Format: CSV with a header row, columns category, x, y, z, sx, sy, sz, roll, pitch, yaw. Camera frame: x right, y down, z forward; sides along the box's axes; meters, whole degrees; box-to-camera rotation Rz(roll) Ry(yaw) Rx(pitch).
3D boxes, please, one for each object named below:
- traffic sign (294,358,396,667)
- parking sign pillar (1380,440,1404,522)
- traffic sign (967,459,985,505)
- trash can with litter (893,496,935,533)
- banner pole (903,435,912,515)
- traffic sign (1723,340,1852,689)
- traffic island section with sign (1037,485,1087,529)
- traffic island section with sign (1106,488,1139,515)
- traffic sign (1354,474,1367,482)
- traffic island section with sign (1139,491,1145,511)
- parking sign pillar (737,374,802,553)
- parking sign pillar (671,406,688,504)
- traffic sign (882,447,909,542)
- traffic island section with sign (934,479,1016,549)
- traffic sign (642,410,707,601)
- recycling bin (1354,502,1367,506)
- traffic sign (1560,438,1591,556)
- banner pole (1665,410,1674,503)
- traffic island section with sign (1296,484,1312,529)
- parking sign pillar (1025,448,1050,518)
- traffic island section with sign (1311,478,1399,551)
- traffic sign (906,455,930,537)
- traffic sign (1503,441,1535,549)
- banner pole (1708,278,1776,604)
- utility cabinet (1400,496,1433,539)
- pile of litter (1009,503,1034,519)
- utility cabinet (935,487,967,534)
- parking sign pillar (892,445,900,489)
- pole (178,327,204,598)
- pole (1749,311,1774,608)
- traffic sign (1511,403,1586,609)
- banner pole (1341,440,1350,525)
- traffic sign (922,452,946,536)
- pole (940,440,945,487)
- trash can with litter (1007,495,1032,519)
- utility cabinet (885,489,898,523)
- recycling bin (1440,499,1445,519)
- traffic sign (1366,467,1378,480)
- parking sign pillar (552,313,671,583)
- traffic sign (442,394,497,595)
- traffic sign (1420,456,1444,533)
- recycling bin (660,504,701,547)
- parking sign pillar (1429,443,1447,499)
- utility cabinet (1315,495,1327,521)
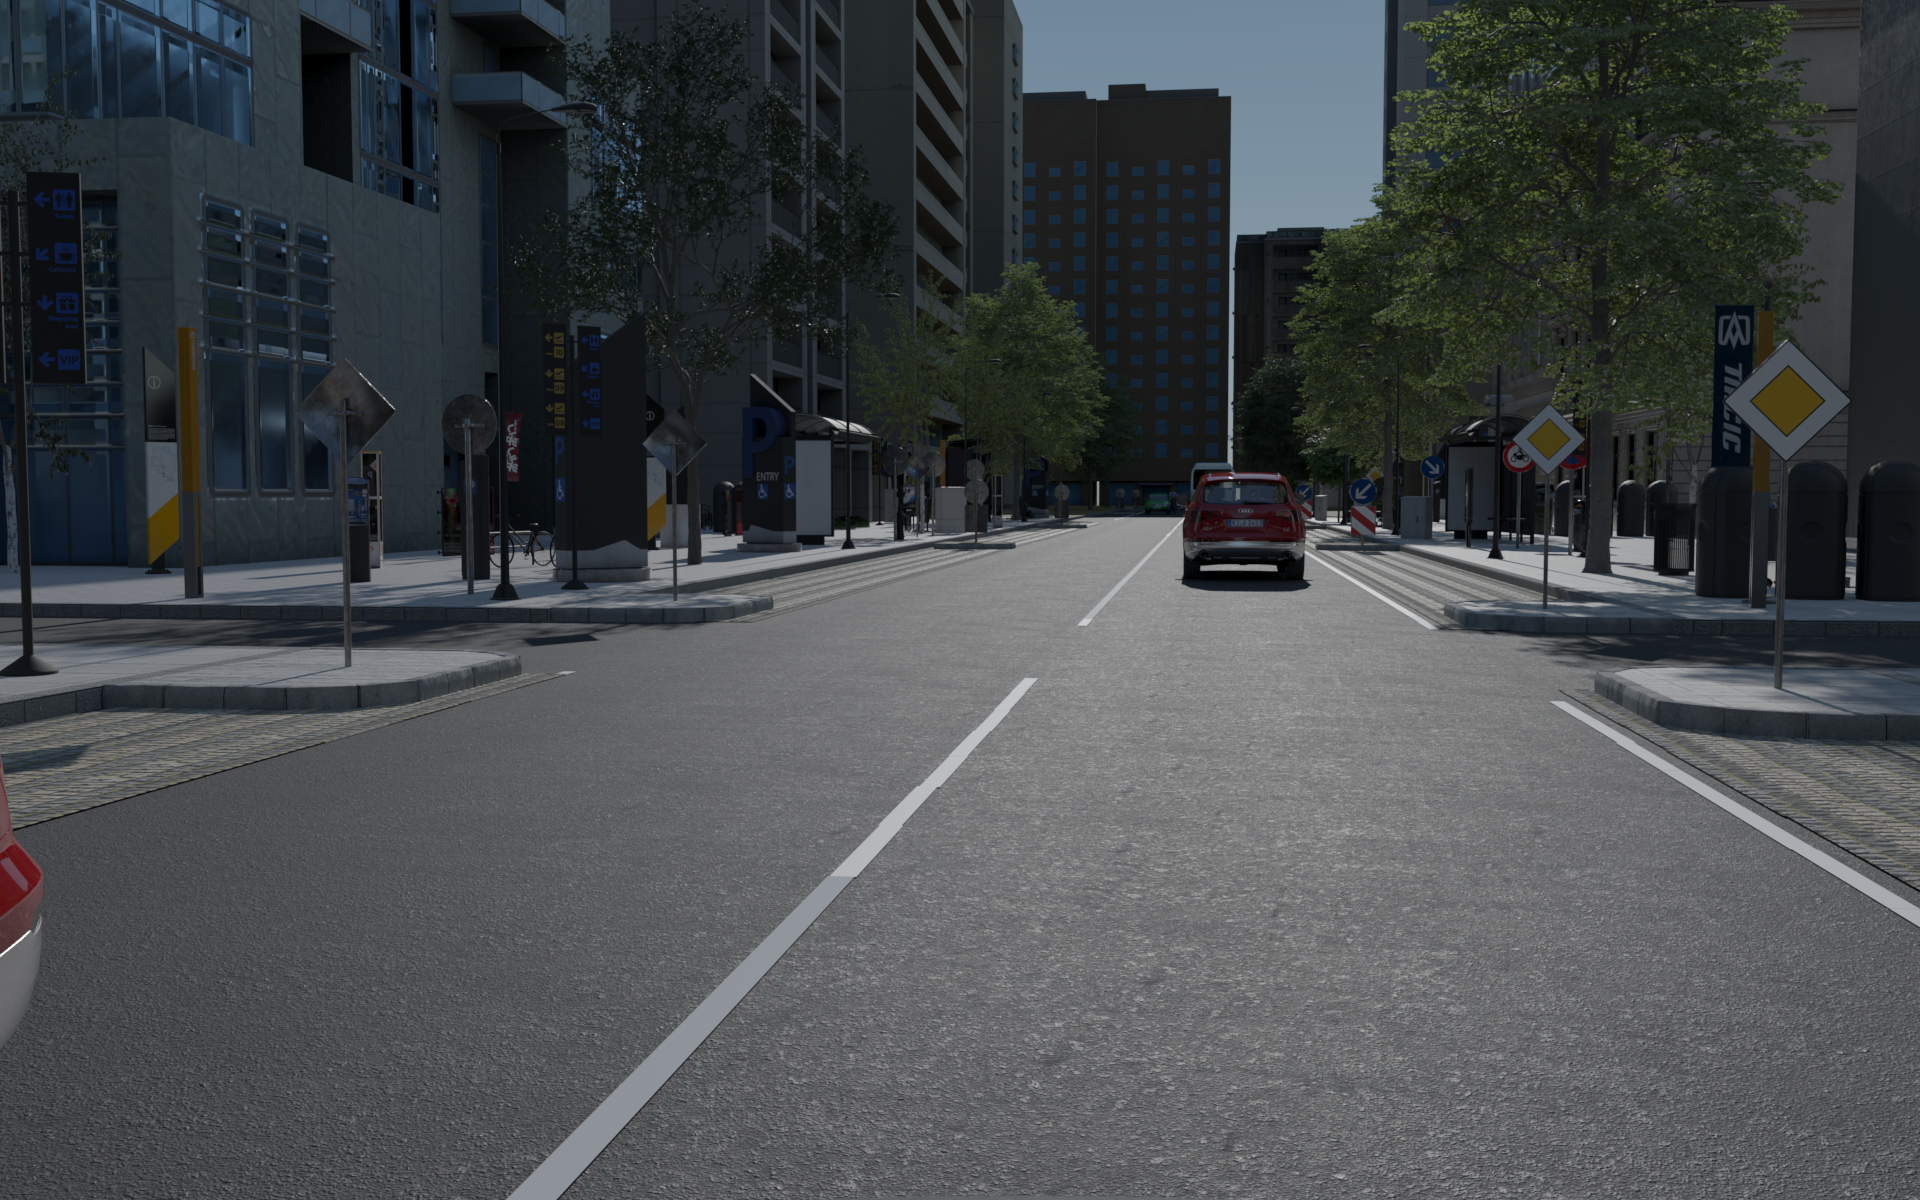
category,x,y,z,sx,sy,sz,roll,pitch,yaw
traffic sign,-4.543,-0.561,12.808,0.795,2.450,0.064,0,4,8
parking sign pillar,19.977,-5.557,79.325,1.447,3.967,1.447,0,4,0
traffic sign,0.512,-3.869,63.366,0.768,2.556,0.104,1,4,11
trash can with litter,-1.099,-2.864,57.885,1.678,1.210,2.233,-2,4,-35
banner pole,-2.169,-4.962,71.151,0.401,3.779,0.863,-2,4,-33
traffic sign,5.398,-0.473,11.371,0.795,2.450,0.064,0,4,8
traffic island section with sign,4.301,-3.904,72.458,1.989,1.847,2.006,0,4,8
traffic island section with sign,11.302,-6.902,121.470,1.989,1.847,2.006,0,4,8
traffic sign,21.383,-5.672,92.839,0.768,2.556,0.104,1,4,10
traffic island section with sign,15.172,-8.554,148.478,1.989,1.847,2.006,0,4,8
parking sign pillar,-4.252,-3.061,38.514,1.447,3.967,1.447,3,5,39
parking sign pillar,-8.486,-3.821,50.941,1.447,3.967,1.447,1,4,13
traffic sign,-1.749,-2.843,46.588,0.768,2.556,0.104,1,4,17
traffic island section with sign,0.431,-2.253,45.459,1.989,1.847,2.006,0,4,8
traffic sign,-3.412,-1.044,20.713,0.795,2.450,0.064,0,4,8
recycling bin,18.955,-4.268,82.333,0.722,1.027,0.722,-1,4,-15
traffic sign,12.706,-2.195,35.998,0.768,2.556,0.104,1,4,11
banner pole,19.348,-3.500,47.235,0.401,3.779,0.863,1,4,11
traffic island section with sign,13.953,-3.815,71.000,1.989,1.847,2.006,0,4,8
parking sign pillar,4.131,-6.434,93.673,1.447,3.967,1.447,2,4,26
traffic island section with sign,10.136,-2.183,44.315,1.989,1.847,2.006,0,4,8
traffic sign,-1.261,-3.058,51.180,0.795,2.450,0.064,1,4,17
traffic sign,13.120,-2.481,40.672,0.768,2.556,0.104,1,4,8
banner pole,9.165,-1.847,20.220,0.863,3.779,0.401,0,4,-1
utility cabinet,13.125,-2.364,49.820,0.306,1.237,1.020,-2,4,-29
pile of litter,3.210,-4.729,91.290,1.719,0.858,1.176,-1,4,-12
utility cabinet,-0.300,-2.874,55.672,0.318,1.500,1.173,3,5,43
parking sign pillar,-3.446,-6.427,93.550,1.447,3.967,1.447,0,4,-2
pole,-9.460,-1.679,21.297,0.158,3.312,0.155,0,3,0
pole,8.998,-1.566,19.440,0.158,3.312,0.155,0,3,0
traffic sign,6.528,-0.956,19.276,0.795,2.450,0.064,0,4,8
banner pole,15.879,-4.950,70.952,0.401,3.779,0.863,0,4,-1
traffic sign,-0.820,-3.200,52.433,0.768,2.556,0.104,1,4,14
pole,-0.653,-4.377,65.414,0.158,3.312,0.155,0,3,0
trash can with litter,2.888,-4.718,88.195,1.678,1.210,2.233,2,4,29
utility cabinet,-2.736,-4.147,76.476,1.173,1.500,0.318,2,4,25
recycling bin,24.871,-4.624,88.161,0.722,1.027,0.722,-1,4,-16
traffic sign,17.193,-4.315,71.741,0.795,2.450,0.064,1,4,10
parking sign pillar,-5.316,-2.272,25.624,1.447,3.967,1.447,-3,4,-36
traffic sign,-6.253,-1.343,22.057,0.768,2.556,0.104,1,4,13
traffic sign,15.694,-3.516,57.592,0.768,2.556,0.104,1,4,16
recycling bin,-6.784,-1.802,42.022,0.722,1.027,0.722,2,4,35
parking sign pillar,24.961,-6.241,90.516,1.447,3.967,1.447,3,4,37
utility cabinet,17.498,-4.454,83.989,0.306,1.237,1.020,0,4,-7
